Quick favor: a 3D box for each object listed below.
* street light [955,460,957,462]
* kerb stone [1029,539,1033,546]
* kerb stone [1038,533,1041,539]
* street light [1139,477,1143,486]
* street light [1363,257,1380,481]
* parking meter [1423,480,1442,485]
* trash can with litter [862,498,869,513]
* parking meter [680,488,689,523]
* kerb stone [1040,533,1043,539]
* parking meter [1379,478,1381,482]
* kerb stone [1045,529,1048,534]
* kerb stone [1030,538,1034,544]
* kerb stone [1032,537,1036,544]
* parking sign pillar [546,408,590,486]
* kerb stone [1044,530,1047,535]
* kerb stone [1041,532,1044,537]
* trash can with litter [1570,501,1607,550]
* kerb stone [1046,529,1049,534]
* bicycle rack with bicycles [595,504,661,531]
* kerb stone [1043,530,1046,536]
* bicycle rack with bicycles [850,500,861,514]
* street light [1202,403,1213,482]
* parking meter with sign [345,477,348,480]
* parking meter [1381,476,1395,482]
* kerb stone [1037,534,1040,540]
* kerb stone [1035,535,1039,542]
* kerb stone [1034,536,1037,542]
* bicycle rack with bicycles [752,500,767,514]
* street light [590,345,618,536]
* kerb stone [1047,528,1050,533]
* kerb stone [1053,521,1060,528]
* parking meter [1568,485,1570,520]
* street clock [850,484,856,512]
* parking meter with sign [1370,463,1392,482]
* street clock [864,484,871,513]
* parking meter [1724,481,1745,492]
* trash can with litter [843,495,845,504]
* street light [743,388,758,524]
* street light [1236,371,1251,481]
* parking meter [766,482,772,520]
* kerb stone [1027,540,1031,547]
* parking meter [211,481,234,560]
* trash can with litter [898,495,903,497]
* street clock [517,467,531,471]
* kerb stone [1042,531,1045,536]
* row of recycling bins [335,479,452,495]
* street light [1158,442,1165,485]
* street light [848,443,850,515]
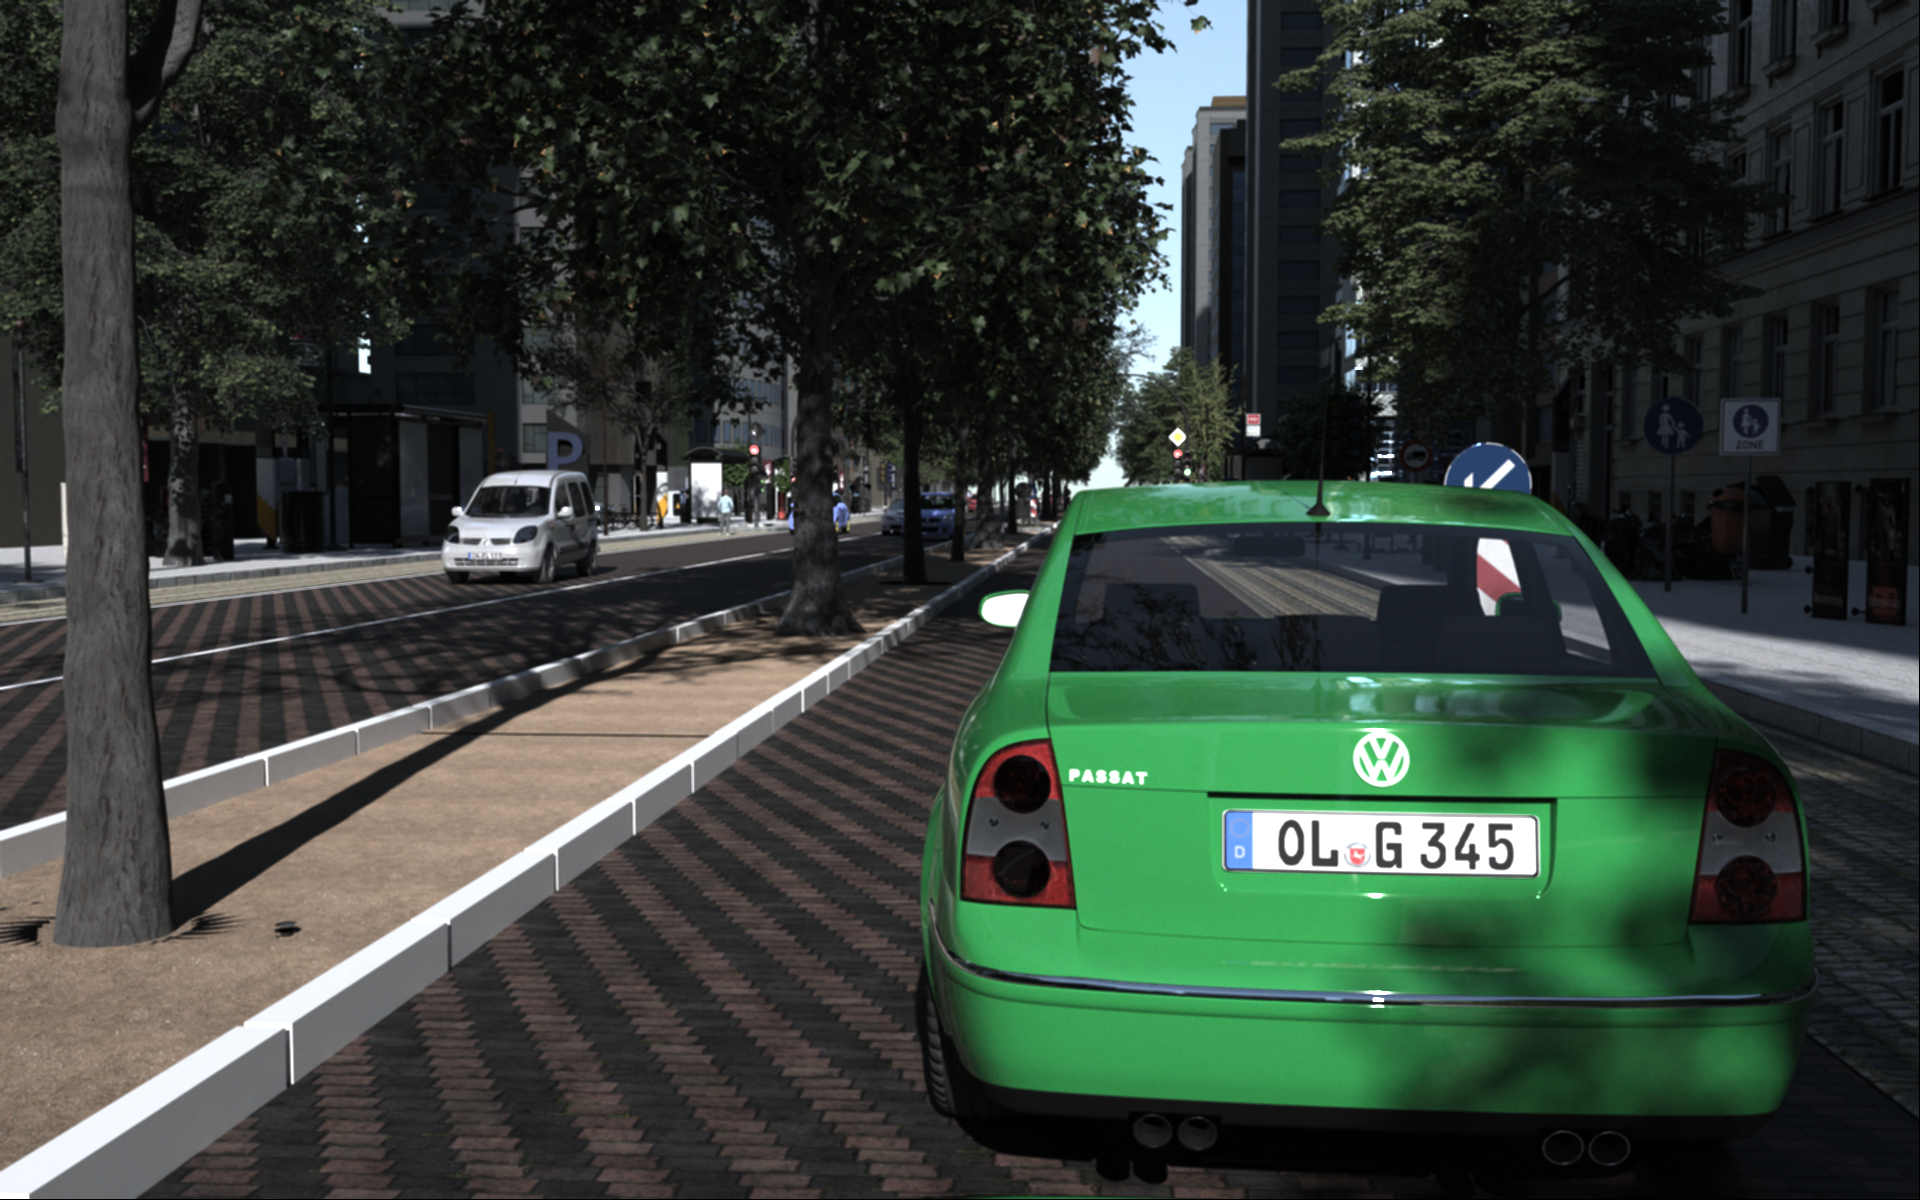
[{"bbox_3d":[-0.335,-12.889,183.519,0.468,5.910,1.993,0,4,5],"label":"street light"},{"bbox_3d":[1.811,-1.486,46.578,0.120,0.150,1.000,0,4,5],"label":"kerb stone"},{"bbox_3d":[2.326,-1.866,52.711,0.120,0.150,1.000,0,4,5],"label":"kerb stone"},{"bbox_3d":[25.381,-16.633,244.736,0.468,5.910,1.993,0,4,5],"label":"street light"},{"bbox_3d":[7.988,-3.733,33.828,0.468,5.910,1.993,0,4,5],"label":"street light"},{"bbox_3d":[8.644,-1.421,31.641,0.372,1.533,0.369,0,3,0],"label":"parking meter"},{"bbox_3d":[-6.501,-6.544,118.380,0.624,1.170,1.055,0,4,-3],"label":"trash can with litter"},{"bbox_3d":[-12.214,-4.180,76.751,0.372,1.533,0.369,0,3,0],"label":"parking meter"},{"bbox_3d":[2.404,-1.929,53.735,0.120,0.150,1.000,0,4,5],"label":"kerb stone"},{"bbox_3d":[15.696,-3.568,64.046,0.399,1.863,0.255,0,4,7],"label":"parking meter"},{"bbox_3d":[2.820,-2.232,58.846,0.120,0.150,1.000,0,4,5],"label":"kerb stone"},{"bbox_3d":[1.893,-1.554,47.597,0.120,0.150,1.000,0,4,5],"label":"kerb stone"},{"bbox_3d":[1.979,-1.614,48.620,0.120,0.150,1.000,0,4,5],"label":"kerb stone"},{"bbox_3d":[-12.305,-4.029,54.347,1.447,3.967,1.447,0,4,-5],"label":"parking sign pillar"},{"bbox_3d":[2.744,-2.173,57.826,0.120,0.150,1.000,0,4,5],"label":"kerb stone"},{"bbox_3d":[2.489,-1.986,54.764,0.120,0.150,1.000,0,4,5],"label":"kerb stone"},{"bbox_3d":[10.495,-1.036,28.331,1.055,1.170,0.624,3,5,45],"label":"trash can with litter"},{"bbox_3d":[2.909,-2.304,59.864,0.120,0.150,1.000,0,4,5],"label":"kerb stone"},{"bbox_3d":[-12.040,-2.966,61.880,2.925,0.926,2.852,-2,4,-29],"label":"bicycle rack with bicycles"},{"bbox_3d":[2.660,-2.117,56.807,0.120,0.150,1.000,0,4,5],"label":"kerb stone"},{"bbox_3d":[-7.223,-5.931,110.353,2.852,0.926,2.925,1,4,10],"label":"bicycle rack with bicycles"},{"bbox_3d":[12.313,-6.953,86.465,0.468,5.910,1.993,0,4,5],"label":"street light"},{"bbox_3d":[-27.824,-5.090,79.485,1.738,3.016,0.543,3,5,42],"label":"parking meter with sign"},{"bbox_3d":[13.761,-3.048,55.539,0.255,1.863,0.399,2,4,26],"label":"parking meter"},{"bbox_3d":[2.232,-1.803,51.681,0.120,0.150,1.000,0,4,5],"label":"kerb stone"},{"bbox_3d":[2.152,-1.741,50.661,0.120,0.150,1.000,0,4,5],"label":"kerb stone"},{"bbox_3d":[2.058,-1.678,49.639,0.120,0.150,1.000,0,4,5],"label":"kerb stone"},{"bbox_3d":[-12.102,-6.065,112.543,2.925,0.926,2.852,1,4,16],"label":"bicycle rack with bicycles"},{"bbox_3d":[-10.974,-4.937,53.501,0.468,5.910,1.993,0,4,5],"label":"street light"},{"bbox_3d":[2.992,-2.366,60.884,0.120,0.150,1.000,0,4,5],"label":"kerb stone"},{"bbox_3d":[4.305,-3.339,76.789,0.120,0.150,1.000,0,4,5],"label":"kerb stone"},{"bbox_3d":[16.926,-2.460,48.632,0.372,1.533,0.369,0,3,0],"label":"parking meter"},{"bbox_3d":[-7.811,-7.438,126.188,0.358,2.002,0.471,-3,4,-36],"label":"street clock"},{"bbox_3d":[23.191,-6.143,96.698,1.738,3.016,0.543,1,4,17],"label":"parking meter with sign"},{"bbox_3d":[-6.390,-7.061,120.017,0.471,2.002,0.358,0,4,-4],"label":"street clock"},{"bbox_3d":[14.867,-1.521,33.278,0.372,1.533,0.369,0,3,0],"label":"parking meter"},{"bbox_3d":[-9.700,-8.061,142.854,1.678,1.210,2.233,1,4,15],"label":"trash can with litter"},{"bbox_3d":[-9.139,-6.267,75.248,0.468,5.910,1.993,0,4,5],"label":"street light"},{"bbox_3d":[10.612,-5.638,64.961,0.468,5.910,1.993,0,4,5],"label":"street light"},{"bbox_3d":[-9.494,-4.927,86.263,0.255,1.863,0.399,-1,4,-13],"label":"parking meter"},{"bbox_3d":[1.731,-1.429,45.558,0.120,0.150,1.000,0,4,5],"label":"kerb stone"},{"bbox_3d":[-14.361,-1.549,33.738,0.372,1.533,0.369,0,3,0],"label":"parking meter"},{"bbox_3d":[-4.957,-8.449,149.533,1.055,1.170,0.624,-2,4,-32],"label":"trash can with litter"},{"bbox_3d":[-11.711,-2.571,46.608,0.471,2.002,0.358,-1,4,-17],"label":"street clock"},{"bbox_3d":[2.565,-2.055,55.789,0.120,0.150,1.000,0,4,5],"label":"kerb stone"},{"bbox_3d":[-15.671,-2.534,48.537,3.534,1.692,1.069,-2,4,-32],"label":"row of recycling bins"},{"bbox_3d":[17.435,-10.706,147.827,0.468,5.910,1.993,0,4,5],"label":"street light"},{"bbox_3d":[-6.779,-8.118,105.511,0.468,5.910,1.993,0,4,5],"label":"street light"}]
